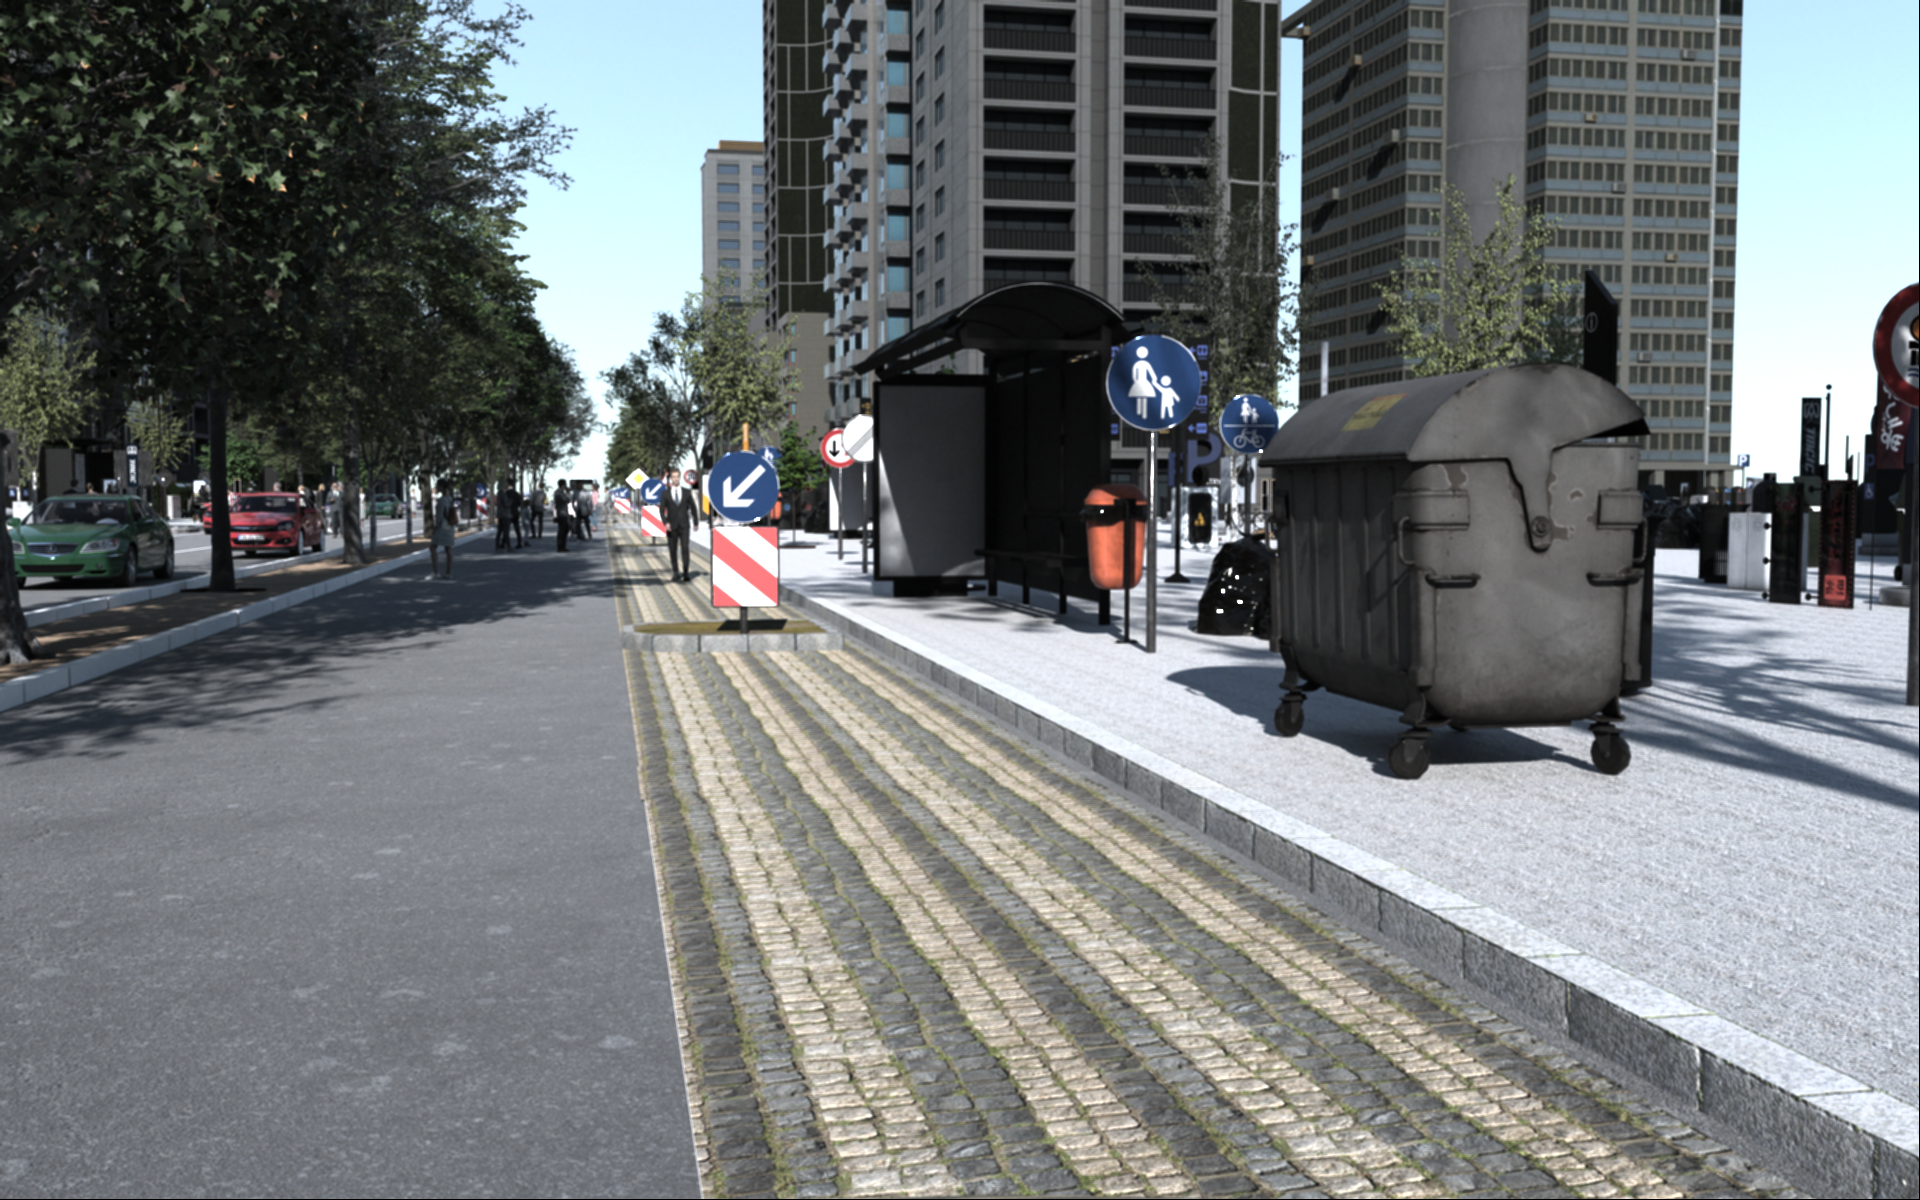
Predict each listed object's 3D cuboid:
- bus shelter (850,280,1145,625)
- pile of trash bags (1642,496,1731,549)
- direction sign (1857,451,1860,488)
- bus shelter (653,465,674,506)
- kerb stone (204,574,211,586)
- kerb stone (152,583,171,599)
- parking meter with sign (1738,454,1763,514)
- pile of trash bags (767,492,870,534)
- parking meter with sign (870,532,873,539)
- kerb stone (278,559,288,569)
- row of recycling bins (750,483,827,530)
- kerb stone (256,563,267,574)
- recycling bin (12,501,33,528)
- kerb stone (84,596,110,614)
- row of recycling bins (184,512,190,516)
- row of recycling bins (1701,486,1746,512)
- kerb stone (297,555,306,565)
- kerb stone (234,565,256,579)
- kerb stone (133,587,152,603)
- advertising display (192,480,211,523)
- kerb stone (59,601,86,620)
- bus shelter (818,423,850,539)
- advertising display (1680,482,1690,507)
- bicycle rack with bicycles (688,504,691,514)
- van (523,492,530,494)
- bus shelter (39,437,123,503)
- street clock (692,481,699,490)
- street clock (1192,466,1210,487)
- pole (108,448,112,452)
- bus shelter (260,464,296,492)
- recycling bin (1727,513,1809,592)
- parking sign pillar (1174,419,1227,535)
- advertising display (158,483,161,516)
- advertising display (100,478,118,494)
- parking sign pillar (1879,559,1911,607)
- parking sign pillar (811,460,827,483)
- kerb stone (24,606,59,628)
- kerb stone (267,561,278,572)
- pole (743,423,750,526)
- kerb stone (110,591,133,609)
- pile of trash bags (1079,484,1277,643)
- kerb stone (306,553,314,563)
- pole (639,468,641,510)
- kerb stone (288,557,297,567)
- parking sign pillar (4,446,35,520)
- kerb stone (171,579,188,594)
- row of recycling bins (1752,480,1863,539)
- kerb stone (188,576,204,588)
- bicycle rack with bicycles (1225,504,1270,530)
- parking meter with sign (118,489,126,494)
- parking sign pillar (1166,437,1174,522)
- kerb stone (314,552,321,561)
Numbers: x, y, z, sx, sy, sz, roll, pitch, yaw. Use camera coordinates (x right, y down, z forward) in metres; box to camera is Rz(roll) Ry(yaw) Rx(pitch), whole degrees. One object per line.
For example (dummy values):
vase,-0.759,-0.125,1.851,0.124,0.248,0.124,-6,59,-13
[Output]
bus shelter,0.216,-1.542,19.128,2.014,3.302,5.546,-1,4,-12
pile of trash bags,16.558,-1.923,41.193,3.447,1.369,1.912,0,4,1
direction sign,47.763,-6.124,92.131,0.379,3.537,0.876,2,4,25
bus shelter,-24.282,-9.197,141.652,1.731,3.624,6.357,-1,4,-12
kerb stone,-11.758,-0.290,26.939,0.120,0.150,1.000,-1,4,-12
kerb stone,-11.117,-0.106,23.928,0.120,0.150,1.000,-1,4,-12
parking meter with sign,35.164,-4.911,76.557,1.738,3.016,0.543,-2,4,-28
pile of trash bags,-4.680,-2.873,56.732,3.447,1.369,1.912,0,4,-6
parking meter with sign,-1.916,-3.312,50.407,1.738,3.016,0.543,-3,5,-39
kerb stone,-13.001,-0.659,32.972,0.120,0.150,1.000,-1,4,-12
row of recycling bins,-5.994,-3.370,62.217,3.534,1.692,1.069,-2,4,-32
kerb stone,-12.584,-0.536,30.956,0.120,0.150,1.000,-1,4,-12
recycling bin,-32.371,-2.899,59.949,0.722,1.027,0.722,-2,4,-30
kerb stone,-10.501,0.078,20.918,0.120,0.150,1.000,-1,4,-12
row of recycling bins,-44.255,-5.770,101.455,1.069,1.692,3.534,0,4,7
row of recycling bins,40.277,-5.107,90.604,3.534,1.692,1.069,-1,4,-18
kerb stone,-13.419,-0.782,34.981,0.120,0.150,1.000,-1,4,-12
kerb stone,-12.371,-0.472,29.946,0.120,0.150,1.000,-1,4,-12
kerb stone,-10.917,-0.045,22.925,0.120,0.150,1.000,-1,4,-12
advertising display,-34.123,-4.461,78.151,0.974,1.923,0.123,-3,5,-43
kerb stone,-10.293,0.139,19.917,0.120,0.150,1.000,-1,4,-12
bus shelter,-2.479,-3.233,46.781,2.014,3.302,5.546,-1,4,-12
advertising display,39.700,-5.483,94.856,0.123,1.923,0.974,0,4,-2
bicycle rack with bicycles,-16.563,-6.056,112.389,2.852,0.926,2.925,-3,4,-36
van,-71.790,-17.101,286.617,2.013,2.044,4.112,-1,4,-12
bus shelter,-37.373,-5.045,73.773,1.731,3.624,6.357,-1,4,-12
street clock,-13.921,-5.301,91.242,0.471,2.002,0.358,2,4,25
street clock,6.300,-2.495,45.358,0.358,2.002,0.471,-2,4,-28
pole,-37.846,-5.103,77.272,0.158,3.312,0.155,0,3,0
bus shelter,-47.962,-8.018,122.379,1.731,3.624,6.357,-1,4,-12
recycling bin,10.813,-0.651,23.194,0.722,1.027,0.722,-1,4,-21
parking sign pillar,7.659,-4.030,54.362,1.447,3.967,1.447,0,4,-4
advertising display,-41.061,-5.117,88.882,0.123,1.923,0.974,-2,4,-24
advertising display,-34.789,-4.014,70.840,0.123,1.923,0.974,0,4,7
parking sign pillar,11.387,-1.916,19.803,1.447,3.967,1.447,0,4,0
parking sign pillar,-9.112,-7.678,114.004,1.447,3.967,1.447,-1,4,-10
kerb stone,-10.085,0.201,18.915,0.120,0.150,1.000,-1,4,-12
kerb stone,-12.792,-0.595,31.960,0.120,0.150,1.000,-1,4,-12
pole,-6.149,-3.426,49.857,0.158,3.312,0.155,0,3,0
kerb stone,-10.700,0.020,21.921,0.120,0.150,1.000,-1,4,-12
pile of trash bags,2.720,-0.354,15.533,3.447,1.369,1.912,-1,4,-16
kerb stone,-13.628,-0.843,35.986,0.120,0.150,1.000,-1,4,-12
pole,-25.338,-8.741,136.753,0.158,3.312,0.155,0,3,0
kerb stone,-13.204,-0.716,33.982,0.120,0.150,1.000,-1,4,-12
parking sign pillar,-50.609,-6.421,93.461,1.447,3.967,1.447,-1,4,-14
kerb stone,-11.337,-0.167,24.927,0.120,0.150,1.000,-1,4,-12
row of recycling bins,25.087,-2.661,50.626,3.534,1.692,1.069,2,4,25
kerb stone,-11.538,-0.229,25.933,0.120,0.150,1.000,-1,4,-12
bicycle rack with bicycles,9.372,-3.015,62.681,2.925,0.926,2.852,3,5,39
parking meter with sign,-55.093,-7.105,112.422,1.738,3.016,0.543,-3,5,-40
parking sign pillar,10.338,-5.647,80.804,1.447,3.967,1.447,3,4,37
kerb stone,-13.847,-0.899,36.986,0.120,0.150,1.000,-1,4,-12
